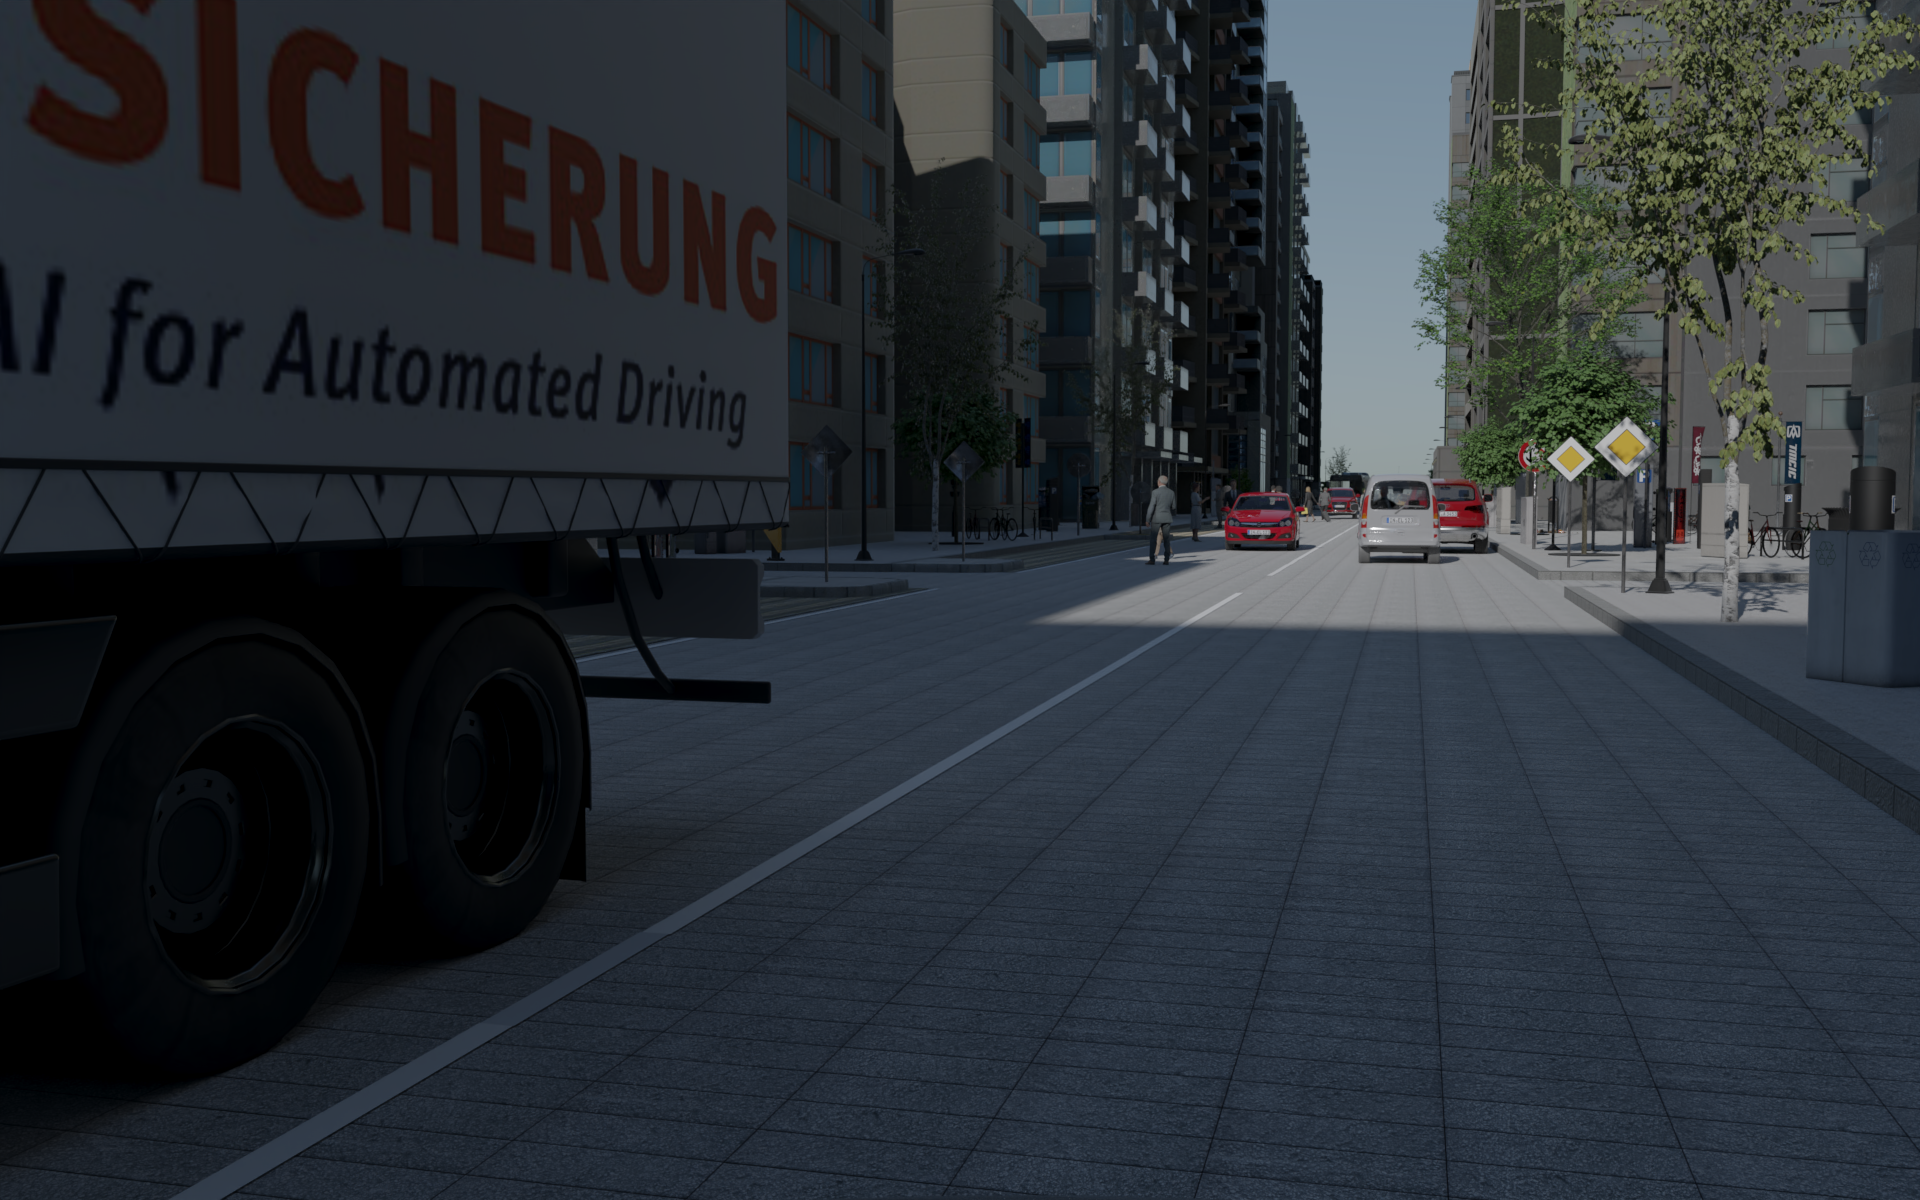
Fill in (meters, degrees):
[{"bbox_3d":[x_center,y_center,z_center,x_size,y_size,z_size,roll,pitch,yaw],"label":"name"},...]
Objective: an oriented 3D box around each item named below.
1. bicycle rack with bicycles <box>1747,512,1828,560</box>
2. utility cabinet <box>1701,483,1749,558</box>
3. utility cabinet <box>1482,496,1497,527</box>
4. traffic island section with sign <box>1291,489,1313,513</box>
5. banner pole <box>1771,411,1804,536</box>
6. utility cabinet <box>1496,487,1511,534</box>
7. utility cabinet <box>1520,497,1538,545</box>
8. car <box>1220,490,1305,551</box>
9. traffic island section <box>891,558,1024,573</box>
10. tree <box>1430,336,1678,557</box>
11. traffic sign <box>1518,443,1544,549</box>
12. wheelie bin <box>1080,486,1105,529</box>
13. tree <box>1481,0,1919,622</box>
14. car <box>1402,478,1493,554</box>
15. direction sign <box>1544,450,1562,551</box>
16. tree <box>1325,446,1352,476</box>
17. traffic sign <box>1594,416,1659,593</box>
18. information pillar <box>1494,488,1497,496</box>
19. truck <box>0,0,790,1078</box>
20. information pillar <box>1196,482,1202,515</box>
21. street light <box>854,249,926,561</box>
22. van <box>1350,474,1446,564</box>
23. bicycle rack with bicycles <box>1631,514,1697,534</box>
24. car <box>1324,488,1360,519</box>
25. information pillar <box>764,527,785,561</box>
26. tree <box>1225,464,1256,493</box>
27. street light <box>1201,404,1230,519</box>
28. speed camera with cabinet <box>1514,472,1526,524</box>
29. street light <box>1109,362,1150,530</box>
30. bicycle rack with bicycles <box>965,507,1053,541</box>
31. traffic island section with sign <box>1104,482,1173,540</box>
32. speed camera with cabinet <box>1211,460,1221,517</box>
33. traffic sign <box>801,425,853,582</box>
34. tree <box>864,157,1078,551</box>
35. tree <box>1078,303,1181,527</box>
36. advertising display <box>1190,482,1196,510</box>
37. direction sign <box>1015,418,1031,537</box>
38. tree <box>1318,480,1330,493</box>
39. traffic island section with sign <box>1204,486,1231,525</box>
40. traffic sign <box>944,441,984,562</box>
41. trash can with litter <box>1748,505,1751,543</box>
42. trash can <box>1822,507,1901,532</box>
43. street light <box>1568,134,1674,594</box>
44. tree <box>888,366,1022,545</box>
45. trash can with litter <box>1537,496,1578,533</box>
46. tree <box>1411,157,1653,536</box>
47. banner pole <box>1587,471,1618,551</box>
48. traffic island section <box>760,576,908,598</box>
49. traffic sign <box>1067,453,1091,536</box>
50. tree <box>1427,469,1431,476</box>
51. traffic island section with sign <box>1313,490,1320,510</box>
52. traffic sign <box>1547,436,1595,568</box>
[{"bbox_3d":[17.207,-1.293,34.524,2.852,0.926,2.925,0,4,1],"label":"bicycle rack with bicycles"},{"bbox_3d":[15.386,-1.599,34.828,0.318,1.500,1.173,0,4,-8],"label":"utility cabinet"},{"bbox_3d":[20.788,-3.461,67.747,1.020,1.237,0.306,1,4,17],"label":"utility cabinet"},{"bbox_3d":[25.169,-7.402,129.645,1.989,1.847,2.006,1,4,15],"label":"traffic island section with sign"},{"bbox_3d":[25.061,-3.821,52.488,0.863,3.779,0.401,1,4,9],"label":"banner pole"},{"bbox_3d":[17.496,-2.882,55.799,0.318,1.500,1.173,1,4,10],"label":"utility cabinet"},{"bbox_3d":[14.603,-2.038,44.476,0.306,1.237,1.020,1,4,11],"label":"utility cabinet"},{"bbox_3d":[7.913,-2.209,45.149,2.155,1.783,4.494,1,4,13],"label":"car"},{"bbox_3d":[0.043,-0.653,32.956,2.009,0.180,2.903,1,4,15],"label":"traffic island section"},{"bbox_3d":[13.026,-3.210,36.203,4.285,4.588,4.351,0,3,0],"label":"tree"},{"bbox_3d":[13.332,-2.450,40.158,0.768,2.556,0.104,1,4,19],"label":"traffic sign"},{"bbox_3d":[4.854,-3.432,64.022,0.980,1.594,0.693,0,4,7],"label":"wheelie bin"},{"bbox_3d":[7.493,-4.083,17.112,4.737,8.622,4.395,0,3,0],"label":"tree"},{"bbox_3d":[12.077,-2.106,43.112,2.281,1.827,5.304,1,4,16],"label":"car"},{"bbox_3d":[13.500,-2.895,39.330,0.379,3.537,0.876,-1,4,-11],"label":"direction sign"},{"bbox_3d":[56.530,-18.858,258.693,4.737,8.622,4.395,0,3,0],"label":"tree"},{"bbox_3d":[8.601,-1.148,22.410,0.795,2.450,0.064,1,4,15],"label":"traffic sign"},{"bbox_3d":[22.967,-5.084,74.474,0.183,3.616,0.504,3,5,40],"label":"information pillar"},{"bbox_3d":[-3.465,-0.835,2.559,2.839,4.237,11.283,1,4,16],"label":"truck"},{"bbox_3d":[14.390,-6.120,104.558,0.304,2.012,0.304,3,5,40],"label":"information pillar"},{"bbox_3d":[-1.328,-3.702,33.065,1.470,5.913,1.316,1,4,15],"label":"street light"},{"bbox_3d":[9.353,-1.832,36.967,2.013,2.044,4.112,1,4,13],"label":"van"},{"bbox_3d":[22.733,-2.527,54.696,2.925,0.926,2.852,0,4,6],"label":"bicycle rack with bicycles"},{"bbox_3d":[22.133,-5.640,100.889,2.281,1.827,5.304,1,4,13],"label":"car"},{"bbox_3d":[-3.595,-2.561,33.220,0.183,3.616,0.504,-3,5,-42],"label":"information pillar"},{"bbox_3d":[18.962,-7.392,115.462,1.663,3.219,1.824,0,3,0],"label":"tree"},{"bbox_3d":[13.240,-7.160,89.607,1.470,5.913,1.316,1,4,15],"label":"street light"},{"bbox_3d":[24.069,-4.876,74.059,0.660,3.252,2.038,1,4,20],"label":"speed camera with cabinet"},{"bbox_3d":[5.967,-5.410,60.987,1.470,5.913,1.316,1,4,15],"label":"street light"},{"bbox_3d":[1.438,-2.144,48.444,2.852,0.926,2.925,0,4,-7],"label":"bicycle rack with bicycles"},{"bbox_3d":[5.691,-2.816,54.669,1.989,1.847,2.006,1,4,15],"label":"traffic island section with sign"},{"bbox_3d":[14.778,-6.451,99.817,0.660,3.252,2.038,1,4,8],"label":"speed camera with cabinet"},{"bbox_3d":[-1.940,-1.316,25.159,0.795,2.450,0.064,1,4,15],"label":"traffic sign"},{"bbox_3d":[-0.368,-5.423,39.036,4.360,8.622,3.978,0,3,0],"label":"tree"},{"bbox_3d":[6.388,-7.116,66.704,4.360,8.622,3.978,0,3,0],"label":"tree"},{"bbox_3d":[12.273,-5.264,91.288,0.123,1.923,0.974,0,4,-2],"label":"advertising display"},{"bbox_3d":[1.884,-3.657,51.793,0.379,3.537,0.876,-2,4,-28],"label":"direction sign"},{"bbox_3d":[48.443,-14.307,228.523,1.663,3.219,1.824,0,3,0],"label":"tree"},{"bbox_3d":[12.469,-4.412,80.761,1.989,1.847,2.006,1,4,15],"label":"traffic island section with sign"},{"bbox_3d":[0.068,-1.789,32.888,0.795,2.450,0.064,1,4,15],"label":"traffic sign"},{"bbox_3d":[20.731,-2.105,45.811,0.624,1.170,1.055,0,4,2],"label":"trash can with litter"},{"bbox_3d":[9.513,-0.408,18.320,0.748,1.137,0.748,0,3,0],"label":"trash can"},{"bbox_3d":[8.536,-3.048,22.380,1.470,5.913,1.316,1,4,15],"label":"street light"},{"bbox_3d":[-0.135,-3.714,44.435,4.285,4.588,4.351,0,3,0],"label":"tree"},{"bbox_3d":[19.497,-2.828,57.298,1.678,1.210,2.233,-1,4,-15],"label":"trash can with litter"},{"bbox_3d":[17.706,-7.839,53.928,9.928,11.665,9.643,0,3,0],"label":"tree"},{"bbox_3d":[14.481,-2.995,38.992,0.863,3.779,0.401,-1,4,-19],"label":"banner pole"},{"bbox_3d":[-1.964,-0.180,25.226,2.009,0.180,2.903,1,4,15],"label":"traffic island section"},{"bbox_3d":[3.658,-3.265,53.496,0.768,2.556,0.104,1,4,19],"label":"traffic sign"},{"bbox_3d":[21.861,-5.360,71.355,4.285,4.588,4.351,0,3,0],"label":"tree"},{"bbox_3d":[31.934,-8.998,155.741,1.989,1.847,2.006,1,4,15],"label":"traffic island section with sign"},{"bbox_3d":[10.608,-1.621,30.140,0.795,2.450,0.064,1,4,15],"label":"traffic sign"}]
